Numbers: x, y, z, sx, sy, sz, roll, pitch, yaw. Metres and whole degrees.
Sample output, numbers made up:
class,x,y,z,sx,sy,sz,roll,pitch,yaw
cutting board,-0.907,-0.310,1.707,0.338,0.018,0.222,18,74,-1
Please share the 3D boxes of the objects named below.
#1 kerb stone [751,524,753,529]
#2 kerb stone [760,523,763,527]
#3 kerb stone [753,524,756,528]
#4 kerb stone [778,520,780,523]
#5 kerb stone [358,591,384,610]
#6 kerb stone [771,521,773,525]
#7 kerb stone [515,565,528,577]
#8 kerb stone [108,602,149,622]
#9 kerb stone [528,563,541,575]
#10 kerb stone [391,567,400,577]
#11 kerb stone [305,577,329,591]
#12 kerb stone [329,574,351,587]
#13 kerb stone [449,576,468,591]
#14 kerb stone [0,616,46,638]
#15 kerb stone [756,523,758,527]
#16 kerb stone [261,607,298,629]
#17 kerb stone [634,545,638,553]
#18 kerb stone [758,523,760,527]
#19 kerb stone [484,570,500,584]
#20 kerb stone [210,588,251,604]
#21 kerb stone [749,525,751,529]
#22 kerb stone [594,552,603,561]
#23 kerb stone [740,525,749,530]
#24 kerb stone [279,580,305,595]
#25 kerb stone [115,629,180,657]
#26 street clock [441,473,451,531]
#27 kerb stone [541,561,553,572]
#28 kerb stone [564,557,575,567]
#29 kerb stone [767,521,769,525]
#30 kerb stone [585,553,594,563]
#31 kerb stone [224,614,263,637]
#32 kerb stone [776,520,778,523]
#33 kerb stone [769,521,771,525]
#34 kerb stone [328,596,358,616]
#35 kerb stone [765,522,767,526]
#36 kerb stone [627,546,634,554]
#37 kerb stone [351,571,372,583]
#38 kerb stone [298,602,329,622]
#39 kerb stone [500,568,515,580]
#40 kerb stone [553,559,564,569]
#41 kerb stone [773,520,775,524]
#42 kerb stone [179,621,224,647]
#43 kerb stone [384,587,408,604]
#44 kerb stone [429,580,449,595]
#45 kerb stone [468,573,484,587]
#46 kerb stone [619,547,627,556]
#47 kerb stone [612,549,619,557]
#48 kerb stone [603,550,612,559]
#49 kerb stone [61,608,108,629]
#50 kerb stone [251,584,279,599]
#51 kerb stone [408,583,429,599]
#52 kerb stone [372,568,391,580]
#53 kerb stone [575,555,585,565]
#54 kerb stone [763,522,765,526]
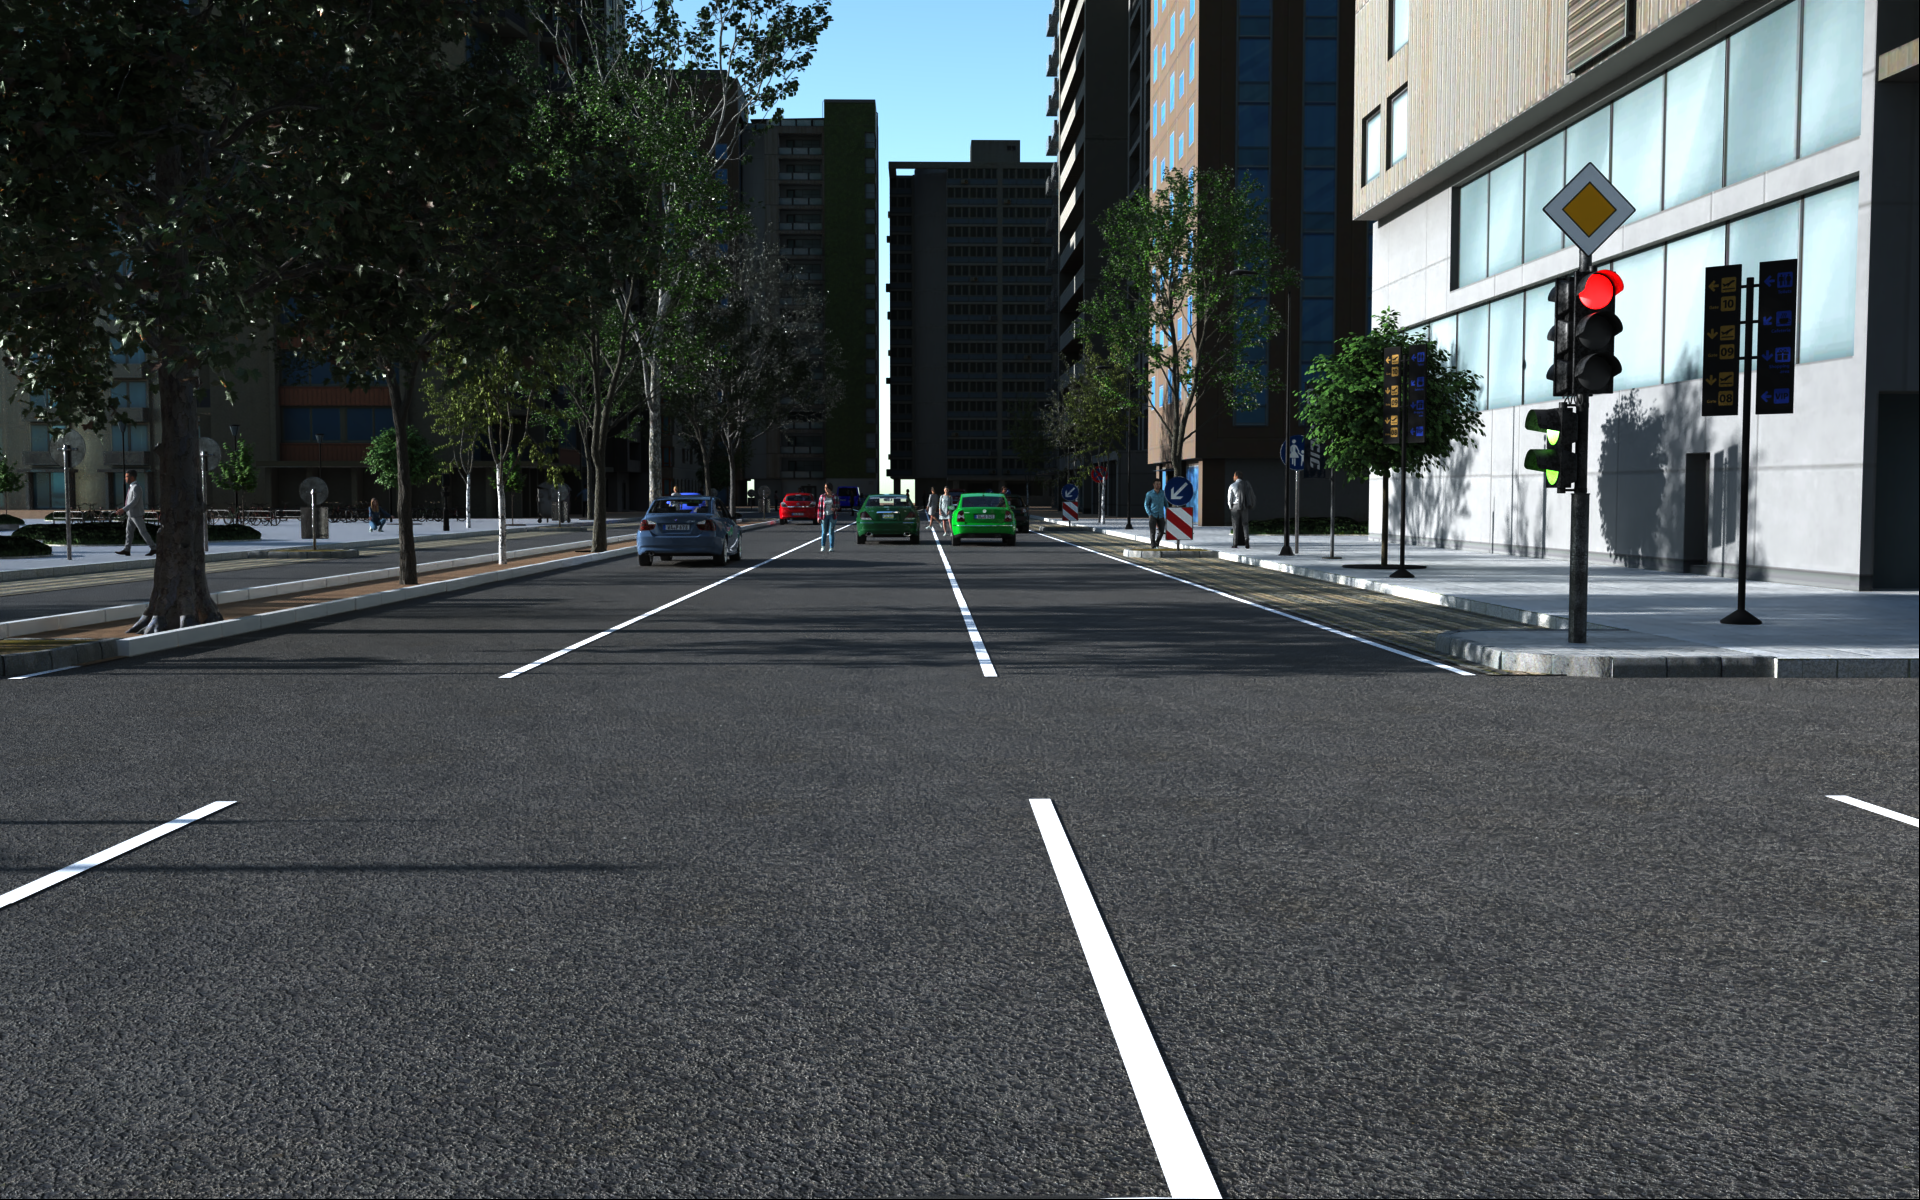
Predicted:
class,x,y,z,sx,sy,sz,roll,pitch,yaw
kerb stone,-8.688,-2.990,71.088,0.120,0.150,1.000,0,4,-1
kerb stone,-8.778,-3.241,75.178,0.120,0.150,1.000,0,4,-1
kerb stone,-8.705,-3.050,72.112,0.120,0.150,1.000,0,4,-1
kerb stone,-8.997,-3.805,84.405,0.120,0.150,1.000,0,4,-1
kerb stone,-7.515,0.021,21.848,0.120,0.150,1.000,0,4,-1
kerb stone,-8.903,-3.554,80.303,0.120,0.150,1.000,0,4,-1
kerb stone,-7.708,-0.481,30.053,0.120,0.150,1.000,0,4,-1
kerb stone,-9.572,0.149,19.764,0.120,0.150,1.000,0,4,-1
kerb stone,-7.736,-0.543,31.075,0.120,0.150,1.000,0,4,-1
kerb stone,-9.809,-0.478,30.013,0.120,0.150,1.000,0,4,-1
kerb stone,-9.715,-0.227,25.913,0.120,0.150,1.000,0,4,-1
kerb stone,-9.736,-0.290,26.938,0.120,0.150,1.000,0,4,-1
kerb stone,-7.608,-0.226,25.950,0.120,0.150,1.000,0,4,-1
kerb stone,-9.521,0.275,17.700,0.120,0.150,1.000,0,4,-1
kerb stone,-8.737,-3.115,73.134,0.120,0.150,1.000,0,4,-1
kerb stone,-7.445,0.209,18.772,0.120,0.150,1.000,0,4,-1
kerb stone,-8.010,-1.229,42.367,0.120,0.150,1.000,0,4,-1
kerb stone,-8.758,-3.178,74.156,0.120,0.150,1.000,0,4,-1
kerb stone,-7.670,-0.355,28.007,0.120,0.150,1.000,0,4,-1
kerb stone,-9.641,-0.038,22.844,0.120,0.150,1.000,0,4,-1
kerb stone,-8.662,-2.928,70.066,0.120,0.150,1.000,0,4,-1
kerb stone,-7.885,-0.921,37.252,0.120,0.150,1.000,0,4,-1
kerb stone,-8.629,-2.864,69.041,0.120,0.150,1.000,0,4,-1
kerb stone,-9.689,-0.165,24.892,0.120,0.150,1.000,0,4,-1
kerb stone,-7.369,0.397,15.706,0.120,0.150,1.000,0,4,-1
street clock,-17.906,-3.409,60.308,0.358,2.002,0.471,-2,4,-26
kerb stone,-7.763,-0.602,32.108,0.120,0.150,1.000,0,4,-1
kerb stone,-7.807,-0.732,34.172,0.120,0.150,1.000,0,4,-1
kerb stone,-8.848,-3.428,78.251,0.120,0.150,1.000,0,4,-1
kerb stone,-7.866,-0.852,36.230,0.120,0.150,1.000,0,4,-1
kerb stone,-7.419,0.273,17.750,0.120,0.150,1.000,0,4,-1
kerb stone,-8.975,-3.742,83.383,0.120,0.150,1.000,0,4,-1
kerb stone,-8.870,-3.490,79.275,0.120,0.150,1.000,0,4,-1
kerb stone,-7.497,0.086,20.822,0.120,0.150,1.000,0,4,-1
kerb stone,-8.829,-3.364,77.222,0.120,0.150,1.000,0,4,-1
kerb stone,-7.985,-1.171,41.342,0.120,0.150,1.000,0,4,-1
kerb stone,-9.764,-0.353,27.969,0.120,0.150,1.000,0,4,-1
kerb stone,-7.471,0.146,19.800,0.120,0.150,1.000,0,4,-1
kerb stone,-7.687,-0.415,29.029,0.120,0.150,1.000,0,4,-1
kerb stone,-7.791,-0.669,33.139,0.120,0.150,1.000,0,4,-1
kerb stone,-8.926,-3.617,81.332,0.120,0.150,1.000,0,4,-1
kerb stone,-7.395,0.334,16.728,0.120,0.150,1.000,0,4,-1
kerb stone,-7.543,-0.042,22.883,0.120,0.150,1.000,0,4,-1
kerb stone,-7.595,-0.167,24.927,0.120,0.150,1.000,0,4,-1
kerb stone,-7.639,-0.289,26.982,0.120,0.150,1.000,0,4,-1
kerb stone,-7.955,-1.101,40.321,0.120,0.150,1.000,0,4,-1
kerb stone,-7.937,-1.040,39.298,0.120,0.150,1.000,0,4,-1
kerb stone,-7.905,-0.971,38.274,0.120,0.150,1.000,0,4,-1
kerb stone,-9.547,0.213,18.737,0.120,0.150,1.000,0,4,-1
kerb stone,-9.665,-0.102,23.870,0.120,0.150,1.000,0,4,-1
kerb stone,-7.569,-0.104,23.905,0.120,0.150,1.000,0,4,-1
kerb stone,-9.787,-0.414,28.991,0.120,0.150,1.000,0,4,-1
kerb stone,-7.828,-0.795,35.195,0.120,0.150,1.000,0,4,-1
kerb stone,-8.808,-3.303,76.200,0.120,0.150,1.000,0,4,-1
